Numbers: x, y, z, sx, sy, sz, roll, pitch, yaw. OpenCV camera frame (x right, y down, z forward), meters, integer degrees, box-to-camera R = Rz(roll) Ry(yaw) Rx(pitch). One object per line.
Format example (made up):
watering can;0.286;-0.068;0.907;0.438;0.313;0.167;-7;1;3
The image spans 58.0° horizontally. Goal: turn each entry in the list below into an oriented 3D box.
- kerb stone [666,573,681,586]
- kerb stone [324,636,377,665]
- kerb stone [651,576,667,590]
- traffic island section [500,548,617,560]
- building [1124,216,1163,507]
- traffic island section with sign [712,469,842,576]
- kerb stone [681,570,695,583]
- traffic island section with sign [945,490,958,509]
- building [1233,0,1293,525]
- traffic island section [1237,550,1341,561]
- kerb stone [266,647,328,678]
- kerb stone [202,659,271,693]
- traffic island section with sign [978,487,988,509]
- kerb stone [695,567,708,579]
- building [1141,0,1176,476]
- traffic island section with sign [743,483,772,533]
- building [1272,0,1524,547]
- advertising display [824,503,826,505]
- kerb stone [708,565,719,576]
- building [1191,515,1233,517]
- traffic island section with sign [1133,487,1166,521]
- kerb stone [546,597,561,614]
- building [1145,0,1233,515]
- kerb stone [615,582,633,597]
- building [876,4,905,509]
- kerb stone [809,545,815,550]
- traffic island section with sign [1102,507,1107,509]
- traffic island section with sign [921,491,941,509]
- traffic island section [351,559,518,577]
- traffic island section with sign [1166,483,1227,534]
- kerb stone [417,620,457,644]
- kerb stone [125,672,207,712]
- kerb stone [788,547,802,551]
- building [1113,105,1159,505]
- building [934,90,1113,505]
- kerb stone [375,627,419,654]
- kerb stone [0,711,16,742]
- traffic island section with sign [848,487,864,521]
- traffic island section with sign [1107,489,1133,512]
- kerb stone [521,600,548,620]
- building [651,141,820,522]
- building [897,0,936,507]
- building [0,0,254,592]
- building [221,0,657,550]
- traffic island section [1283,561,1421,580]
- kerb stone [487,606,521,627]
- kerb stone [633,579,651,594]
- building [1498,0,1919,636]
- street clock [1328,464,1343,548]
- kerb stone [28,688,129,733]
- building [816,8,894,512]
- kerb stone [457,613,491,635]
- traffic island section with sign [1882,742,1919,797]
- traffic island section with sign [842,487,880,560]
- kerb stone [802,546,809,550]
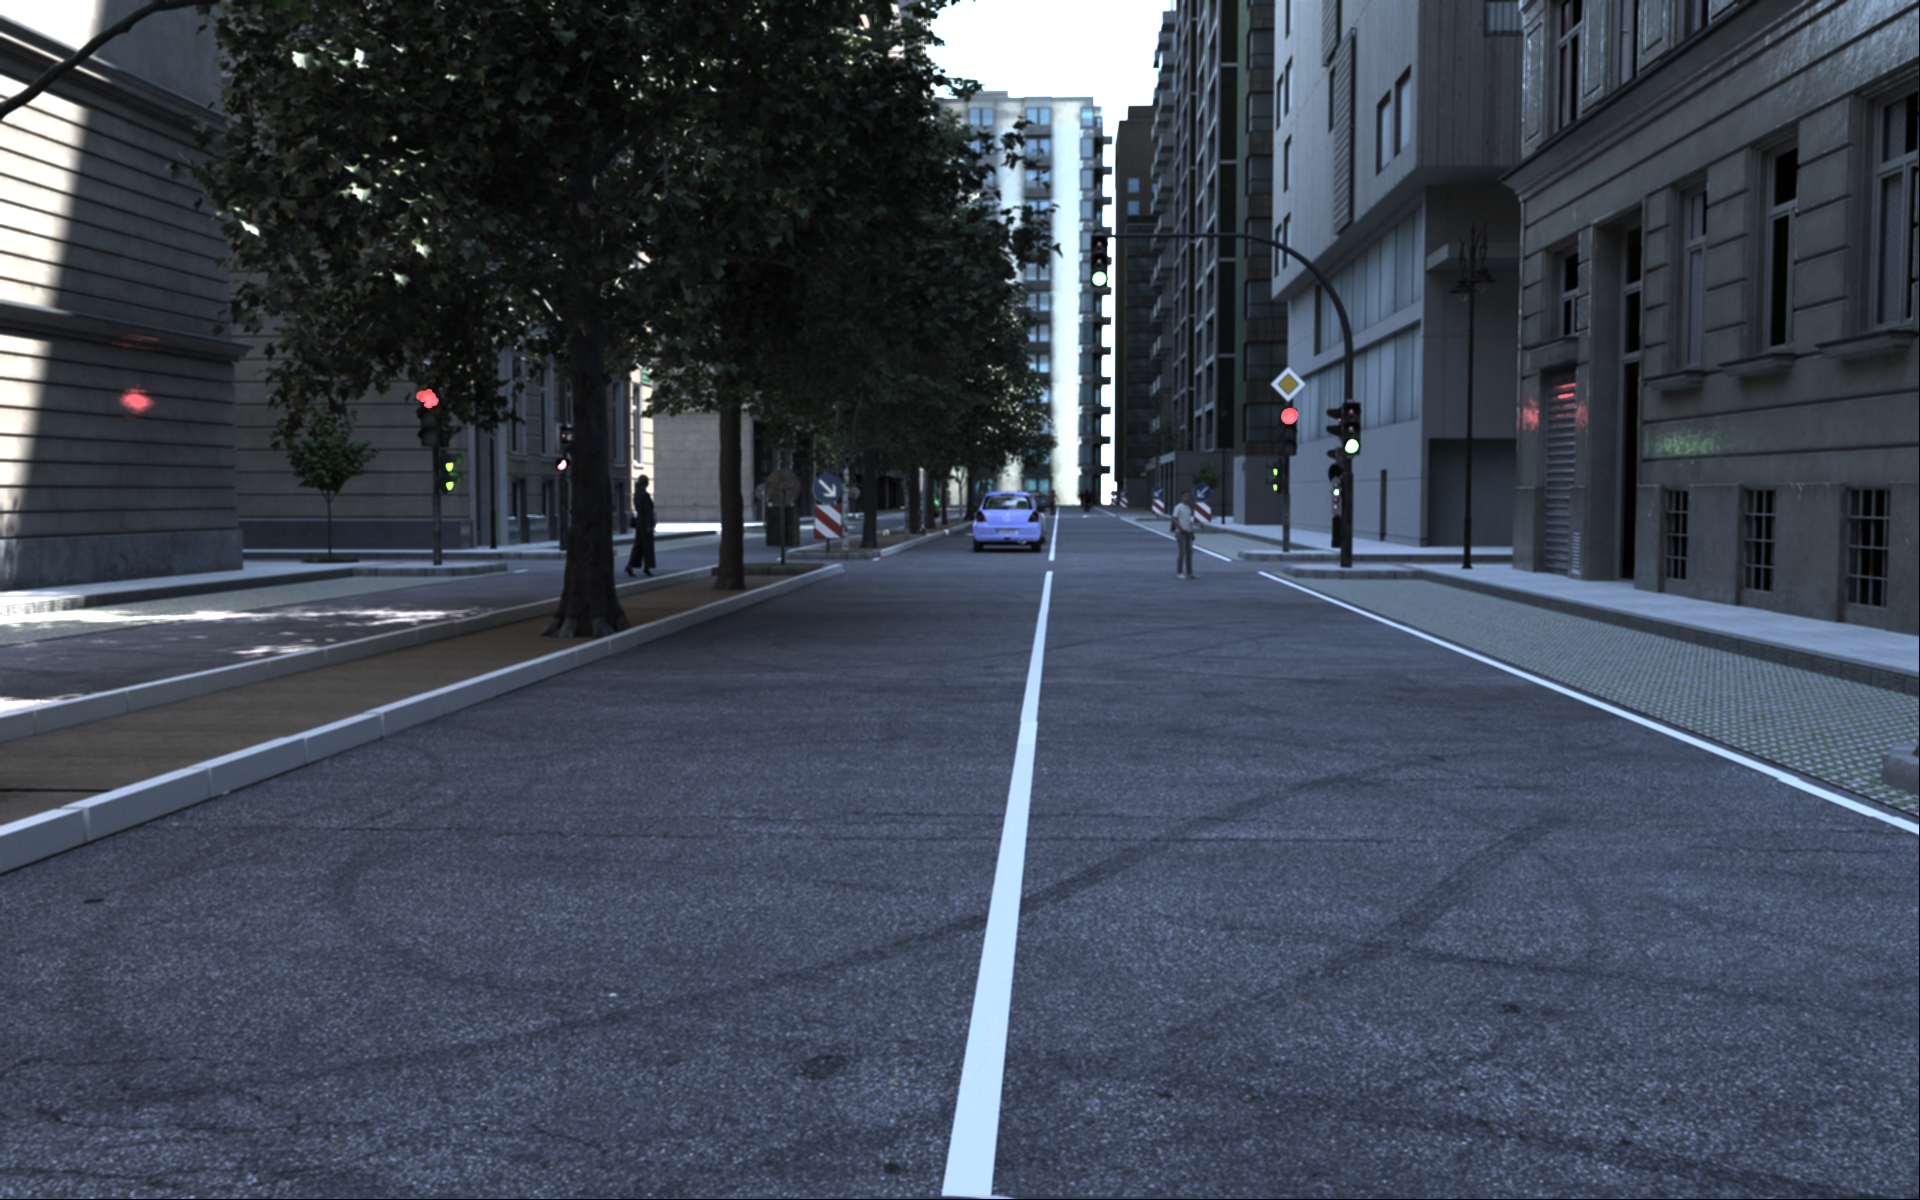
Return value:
kerb stone;-4.577;-0.302;27.136;0.120;0.150;1.000;0;4;3
kerb stone;-5.283;0.450;14.869;0.120;0.150;1.000;0;4;3
kerb stone;-4.637;-0.240;26.116;0.120;0.150;1.000;0;4;3
traffic island section;-8.984;-1.036;39.224;2.009;0.180;2.903;0;4;3
building;24.186;-25.049;181.247;14.160;30.474;14.107;0;4;3
traffic island section with sign;-3.288;-1.407;31.133;2.006;1.907;1.989;0;4;3
kerb stone;-4.517;-0.365;28.157;0.120;0.150;1.000;0;4;3
traffic island section with sign;-1.192;-9.789;168.679;1.989;1.847;2.006;0;4;3
building;19.154;-18.673;76.999;14.160;30.474;14.107;0;4;3
traffic island section;7.230;-0.979;38.289;2.009;0.180;2.903;0;4;3
kerb stone;-5.348;0.514;13.849;0.120;0.150;1.000;0;4;3
kerb stone;-5.412;0.575;12.829;0.120;0.150;1.000;0;4;3
traffic island section with sign;1.462;-6.447;113.543;2.006;1.907;1.989;0;4;3
kerb stone;-4.457;-0.427;29.183;0.120;0.150;1.000;0;4;3
building;28.974;-32.927;157.967;23.786;49.044;30.456;0;4;3
traffic island section with sign;-7.231;-3.372;63.768;1.989;1.847;2.006;0;4;3
building;23.987;-28.218;50.611;27.495;52.752;28.713;0;4;3
advertising display;-7.302;-5.453;94.373;0.123;1.923;0.974;-1;4;-11
kerb stone;-4.399;-0.490;30.203;0.120;0.150;1.000;0;4;3
building;22.716;-40.529;100.906;20.563;71.187;20.611;0;4;3
traffic island section with sign;10.304;-5.066;91.463;1.989;1.847;2.006;0;4;3
kerb stone;-4.931;0.072;21.011;0.120;0.150;1.000;0;4;3
building;25.095;-42.410;131.650;20.563;71.187;20.611;0;4;3
kerb stone;-4.762;-0.115;24.072;0.120;0.150;1.000;0;4;3
building;-12.345;-30.584;150.152;14.600;45.320;14.200;0;4;3
kerb stone;-3.719;-1.213;42.023;0.120;0.150;1.000;0;4;3
traffic island section with sign;14.664;-9.689;167.047;1.989;1.847;2.006;0;4;3
traffic island section with sign;-2.795;-8.084;140.797;1.989;1.847;2.006;0;4;3
traffic island section;-9.443;-0.549;31.253;2.009;0.180;2.903;0;4;3
traffic island section with sign;8.691;-3.346;63.342;1.989;1.847;2.006;0;4;3
kerb stone;-5.169;0.323;16.916;0.120;0.150;1.000;0;4;3
kerb stone;-5.460;0.635;11.808;0.120;0.150;1.000;0;4;3
kerb stone;-3.838;-1.087;39.974;0.120;0.150;1.000;0;4;3
building;25.307;-33.782;202.449;14.200;45.320;14.600;0;4;3
building;2.915;-35.997;208.157;30.456;49.044;23.786;0;4;3
kerb stone;-5.230;0.387;15.889;0.120;0.150;1.000;0;4;3
kerb stone;-5.573;0.760;9.762;0.120;0.150;1.000;0;4;3
traffic island section with sign;-5.616;-5.100;92.017;1.989;1.847;2.006;0;4;3
traffic island section with sign;13.100;-8.038;140.047;1.989;1.847;2.006;0;4;3
kerb stone;-4.991;0.137;19.982;0.120;0.150;1.000;0;4;3
building;-13.734;-13.975;79.399;10.553;20.767;40.483;0;4;3
building;-13.578;-45.357;179.845;20.611;71.187;20.563;0;4;3
building;-29.364;-12.562;24.467;34.723;24.649;14.460;0;4;3
building;-17.141;-16.095;49.059;13.634;28.700;20.117;0;4;3
traffic island section;6.771;-0.491;30.317;2.009;0.180;2.903;0;4;3
kerb stone;-5.049;0.198;18.962;0.120;0.150;1.000;0;4;3
kerb stone;-4.692;-0.177;25.092;0.120;0.150;1.000;0;4;3
building;15.892;-11.075;14.365;16.112;22.955;30.059;0;4;3
street clock;9.011;-2.249;41.344;0.358;2.002;0.471;-1;4;-22
kerb stone;-5.517;0.698;10.787;0.120;0.150;1.000;0;4;3
building;-16.677;-28.996;128.708;22.147;44.769;28.867;0;4;3
kerb stone;-5.105;0.273;17.942;0.120;0.150;1.000;0;4;3
traffic island section with sign;5.499;0.040;7.976;1.989;1.847;2.006;0;4;3
traffic island section with sign;-2.852;-1.859;38.528;2.006;1.907;1.989;0;4;3
kerb stone;-3.778;-1.147;40.998;0.120;0.150;1.000;0;4;3
